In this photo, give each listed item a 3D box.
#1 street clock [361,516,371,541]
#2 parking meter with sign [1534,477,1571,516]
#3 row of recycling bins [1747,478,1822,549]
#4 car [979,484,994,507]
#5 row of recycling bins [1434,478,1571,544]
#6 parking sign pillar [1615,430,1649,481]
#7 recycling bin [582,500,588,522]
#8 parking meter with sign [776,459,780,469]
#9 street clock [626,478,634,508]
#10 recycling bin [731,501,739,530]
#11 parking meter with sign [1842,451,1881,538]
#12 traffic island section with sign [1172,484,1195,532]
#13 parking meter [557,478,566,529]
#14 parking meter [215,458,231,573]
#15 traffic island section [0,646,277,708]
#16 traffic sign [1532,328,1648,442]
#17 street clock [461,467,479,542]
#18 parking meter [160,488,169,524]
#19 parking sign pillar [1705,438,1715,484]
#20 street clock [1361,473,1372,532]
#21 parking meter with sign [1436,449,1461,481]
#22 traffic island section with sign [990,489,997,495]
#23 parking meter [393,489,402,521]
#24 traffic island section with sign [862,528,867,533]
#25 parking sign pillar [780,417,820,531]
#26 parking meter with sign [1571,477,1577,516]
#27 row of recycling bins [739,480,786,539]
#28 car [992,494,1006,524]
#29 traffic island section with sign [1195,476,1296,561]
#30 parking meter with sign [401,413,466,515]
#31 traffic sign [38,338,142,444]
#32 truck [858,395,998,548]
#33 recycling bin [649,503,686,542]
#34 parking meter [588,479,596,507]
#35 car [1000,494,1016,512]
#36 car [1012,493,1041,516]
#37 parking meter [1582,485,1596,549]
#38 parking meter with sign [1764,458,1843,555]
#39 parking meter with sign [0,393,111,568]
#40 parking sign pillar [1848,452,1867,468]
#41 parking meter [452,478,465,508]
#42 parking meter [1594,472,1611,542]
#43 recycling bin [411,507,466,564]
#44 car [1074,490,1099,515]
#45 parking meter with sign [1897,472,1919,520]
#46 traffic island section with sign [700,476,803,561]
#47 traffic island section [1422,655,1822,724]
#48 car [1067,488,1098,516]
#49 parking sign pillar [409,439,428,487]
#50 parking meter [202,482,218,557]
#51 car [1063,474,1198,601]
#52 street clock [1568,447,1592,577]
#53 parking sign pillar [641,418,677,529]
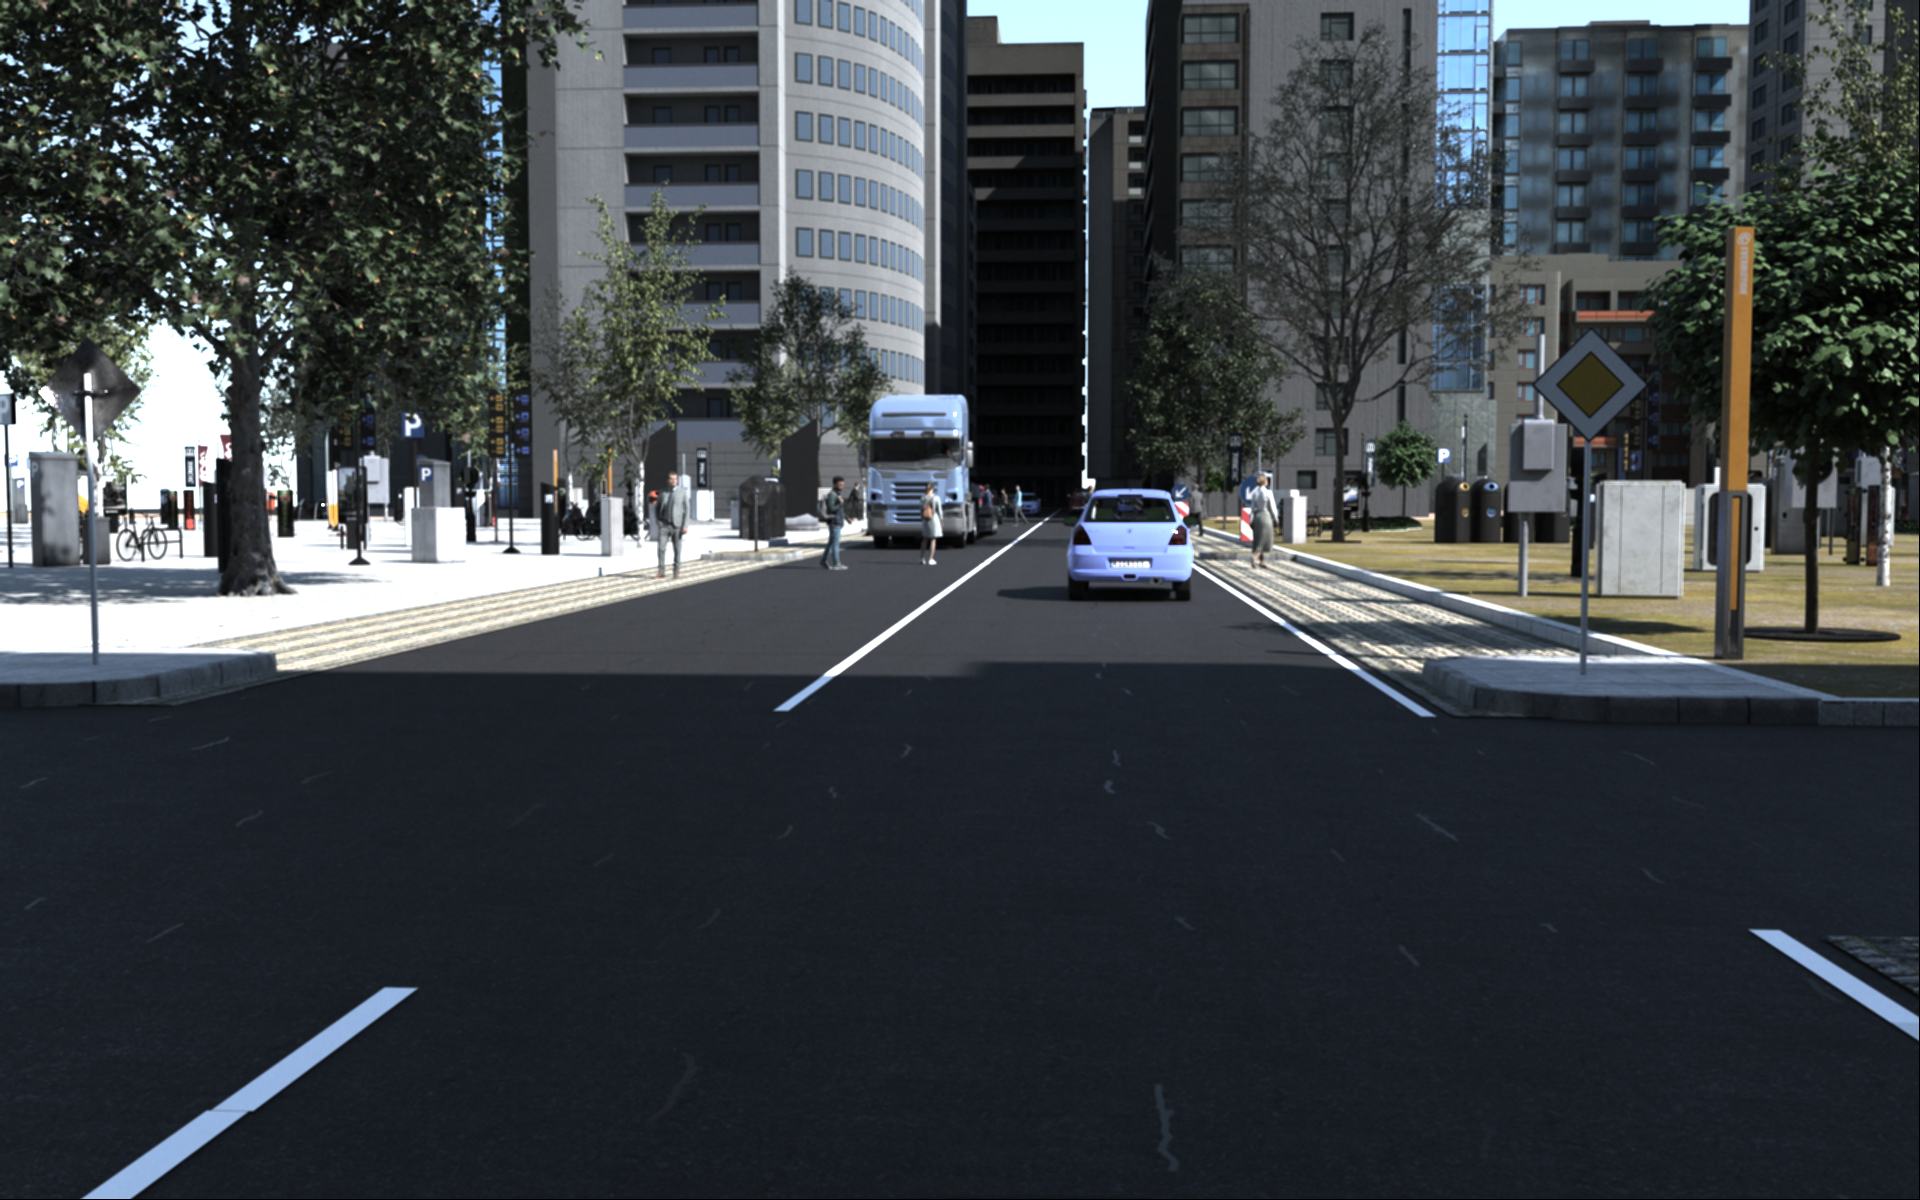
[{"bbox_3d":[-16.146,-2.595,46.996,0.358,2.002,0.471,1,4,9],"label":"street clock"},{"bbox_3d":[23.175,-4.426,68.634,1.738,3.016,0.543,-1,4,-14],"label":"parking meter with sign"},{"bbox_3d":[19.964,-2.138,42.073,1.069,1.692,3.534,0,4,7],"label":"row of recycling bins"},{"bbox_3d":[0.223,-3.673,68.728,2.281,1.827,5.304,0,4,4],"label":"car"},{"bbox_3d":[14.178,-2.338,45.340,3.534,1.692,1.069,0,4,-5],"label":"row of recycling bins"},{"bbox_3d":[28.237,-5.159,72.817,1.447,3.967,1.447,1,4,16],"label":"parking sign pillar"},{"bbox_3d":[-16.707,-3.956,77.230,0.722,1.027,0.722,-1,4,-12],"label":"recycling bin"},{"bbox_3d":[-9.208,-5.553,87.044,0.543,3.016,1.738,-2,4,-24],"label":"parking meter with sign"},{"bbox_3d":[-14.737,-4.454,77.385,0.358,2.002,0.471,0,4,-1],"label":"street clock"},{"bbox_3d":[-7.822,-3.042,62.287,0.722,1.027,0.722,0,4,4],"label":"recycling bin"},{"bbox_3d":[26.207,-3.356,51.138,1.738,3.016,0.543,2,4,33],"label":"parking meter with sign"},{"bbox_3d":[8.227,-3.493,65.731,1.989,1.847,2.006,0,4,4],"label":"traffic island section with sign"},{"bbox_3d":[-14.579,-3.528,63.393,0.255,1.863,0.399,-2,4,-23],"label":"parking meter"},{"bbox_3d":[-11.906,-1.382,28.301,0.255,1.863,0.399,3,5,43],"label":"parking meter"},{"bbox_3d":[-6.546,0.563,13.069,2.009,0.180,2.903,0,4,4],"label":"traffic island section"},{"bbox_3d":[4.444,-0.613,12.214,0.795,2.593,0.064,0,4,4],"label":"traffic sign"},{"bbox_3d":[-13.154,-2.567,46.547,0.471,2.002,0.358,2,4,29],"label":"street clock"},{"bbox_3d":[-33.824,-3.993,73.693,0.372,1.533,0.369,0,3,0],"label":"parking meter"},{"bbox_3d":[36.492,-5.810,83.461,1.447,3.967,1.447,-2,4,-34],"label":"parking sign pillar"},{"bbox_3d":[13.743,-3.304,58.592,0.358,2.002,0.471,2,4,33],"label":"street clock"},{"bbox_3d":[18.666,-4.239,65.569,0.543,3.016,1.738,-1,4,-11],"label":"parking meter with sign"},{"bbox_3d":[2.782,-8.124,141.447,1.989,1.847,2.006,0,4,4],"label":"traffic island section with sign"},{"bbox_3d":[-26.834,-4.541,82.661,0.372,1.533,0.369,0,3,0],"label":"parking meter"},{"bbox_3d":[-2.582,-3.442,64.906,1.989,1.847,2.006,0,4,4],"label":"traffic island section with sign"},{"bbox_3d":[-5.643,-4.415,60.662,1.447,3.967,1.447,-1,4,-14],"label":"parking sign pillar"},{"bbox_3d":[27.144,-4.913,76.596,1.738,3.016,0.543,-1,4,-12],"label":"parking meter with sign"},{"bbox_3d":[-5.758,-2.681,50.947,1.069,1.692,3.534,0,4,4],"label":"row of recycling bins"},{"bbox_3d":[1.221,-4.504,83.433,2.009,1.686,4.222,0,4,2],"label":"car"},{"bbox_3d":[6.279,-1.797,38.006,1.989,1.847,2.006,0,4,4],"label":"traffic island section with sign"},{"bbox_3d":[-11.399,-2.533,37.671,0.543,3.016,1.738,1,4,14],"label":"parking meter with sign"},{"bbox_3d":[-6.521,-0.661,13.000,0.795,2.593,0.064,0,4,4],"label":"traffic sign"},{"bbox_3d":[-0.525,-3.857,52.826,2.967,4.110,18.799,0,4,4],"label":"truck"},{"bbox_3d":[-7.935,-2.105,46.975,0.722,1.027,0.722,2,4,31],"label":"recycling bin"},{"bbox_3d":[-14.345,-3.785,67.589,0.255,1.863,0.399,0,4,0],"label":"parking meter"},{"bbox_3d":[3.690,-6.959,123.999,2.015,1.641,3.980,0,4,2],"label":"car"},{"bbox_3d":[4.382,-6.353,113.464,1.945,1.707,3.694,0,4,6],"label":"car"},{"bbox_3d":[14.609,-1.957,40.403,0.372,1.533,0.369,0,3,0],"label":"parking meter"},{"bbox_3d":[17.564,-2.468,36.611,1.738,3.016,0.543,1,4,11],"label":"parking meter with sign"},{"bbox_3d":[-16.058,-2.109,30.745,0.543,3.016,1.738,2,4,35],"label":"parking meter with sign"},{"bbox_3d":[32.370,-4.523,62.423,1.447,3.967,1.447,-3,5,-39],"label":"parking sign pillar"},{"bbox_3d":[-18.783,-3.618,64.868,0.399,1.863,0.255,-3,4,-37],"label":"parking meter"},{"bbox_3d":[17.281,-2.504,46.655,0.255,1.863,0.399,-3,5,-45],"label":"parking meter"},{"bbox_3d":[-9.756,-1.213,32.394,0.722,1.027,0.722,2,4,29],"label":"recycling bin"},{"bbox_3d":[8.949,-6.878,121.123,2.281,1.827,5.304,0,4,4],"label":"car"},{"bbox_3d":[33.518,-3.925,60.431,0.543,3.016,1.738,-2,4,-23],"label":"parking meter with sign"},{"bbox_3d":[-4.484,-1.784,37.788,1.989,1.847,2.006,0,4,4],"label":"traffic island section with sign"},{"bbox_3d":[4.469,0.611,12.295,2.009,0.180,2.903,0,4,4],"label":"traffic island section"},{"bbox_3d":[7.762,-6.020,107.099,2.281,1.827,5.304,0,4,3],"label":"car"},{"bbox_3d":[-26.832,-5.970,86.081,1.447,3.967,1.447,1,4,9],"label":"parking sign pillar"},{"bbox_3d":[-15.178,-1.638,35.197,0.372,1.533,0.369,0,3,0],"label":"parking meter"},{"bbox_3d":[2.425,-0.921,24.649,1.945,1.707,3.694,0,4,6],"label":"car"},{"bbox_3d":[9.558,-1.355,26.719,0.358,2.002,0.471,2,4,29],"label":"street clock"},{"bbox_3d":[-10.749,-4.476,61.655,1.447,3.967,1.447,-1,4,-21],"label":"parking sign pillar"}]
